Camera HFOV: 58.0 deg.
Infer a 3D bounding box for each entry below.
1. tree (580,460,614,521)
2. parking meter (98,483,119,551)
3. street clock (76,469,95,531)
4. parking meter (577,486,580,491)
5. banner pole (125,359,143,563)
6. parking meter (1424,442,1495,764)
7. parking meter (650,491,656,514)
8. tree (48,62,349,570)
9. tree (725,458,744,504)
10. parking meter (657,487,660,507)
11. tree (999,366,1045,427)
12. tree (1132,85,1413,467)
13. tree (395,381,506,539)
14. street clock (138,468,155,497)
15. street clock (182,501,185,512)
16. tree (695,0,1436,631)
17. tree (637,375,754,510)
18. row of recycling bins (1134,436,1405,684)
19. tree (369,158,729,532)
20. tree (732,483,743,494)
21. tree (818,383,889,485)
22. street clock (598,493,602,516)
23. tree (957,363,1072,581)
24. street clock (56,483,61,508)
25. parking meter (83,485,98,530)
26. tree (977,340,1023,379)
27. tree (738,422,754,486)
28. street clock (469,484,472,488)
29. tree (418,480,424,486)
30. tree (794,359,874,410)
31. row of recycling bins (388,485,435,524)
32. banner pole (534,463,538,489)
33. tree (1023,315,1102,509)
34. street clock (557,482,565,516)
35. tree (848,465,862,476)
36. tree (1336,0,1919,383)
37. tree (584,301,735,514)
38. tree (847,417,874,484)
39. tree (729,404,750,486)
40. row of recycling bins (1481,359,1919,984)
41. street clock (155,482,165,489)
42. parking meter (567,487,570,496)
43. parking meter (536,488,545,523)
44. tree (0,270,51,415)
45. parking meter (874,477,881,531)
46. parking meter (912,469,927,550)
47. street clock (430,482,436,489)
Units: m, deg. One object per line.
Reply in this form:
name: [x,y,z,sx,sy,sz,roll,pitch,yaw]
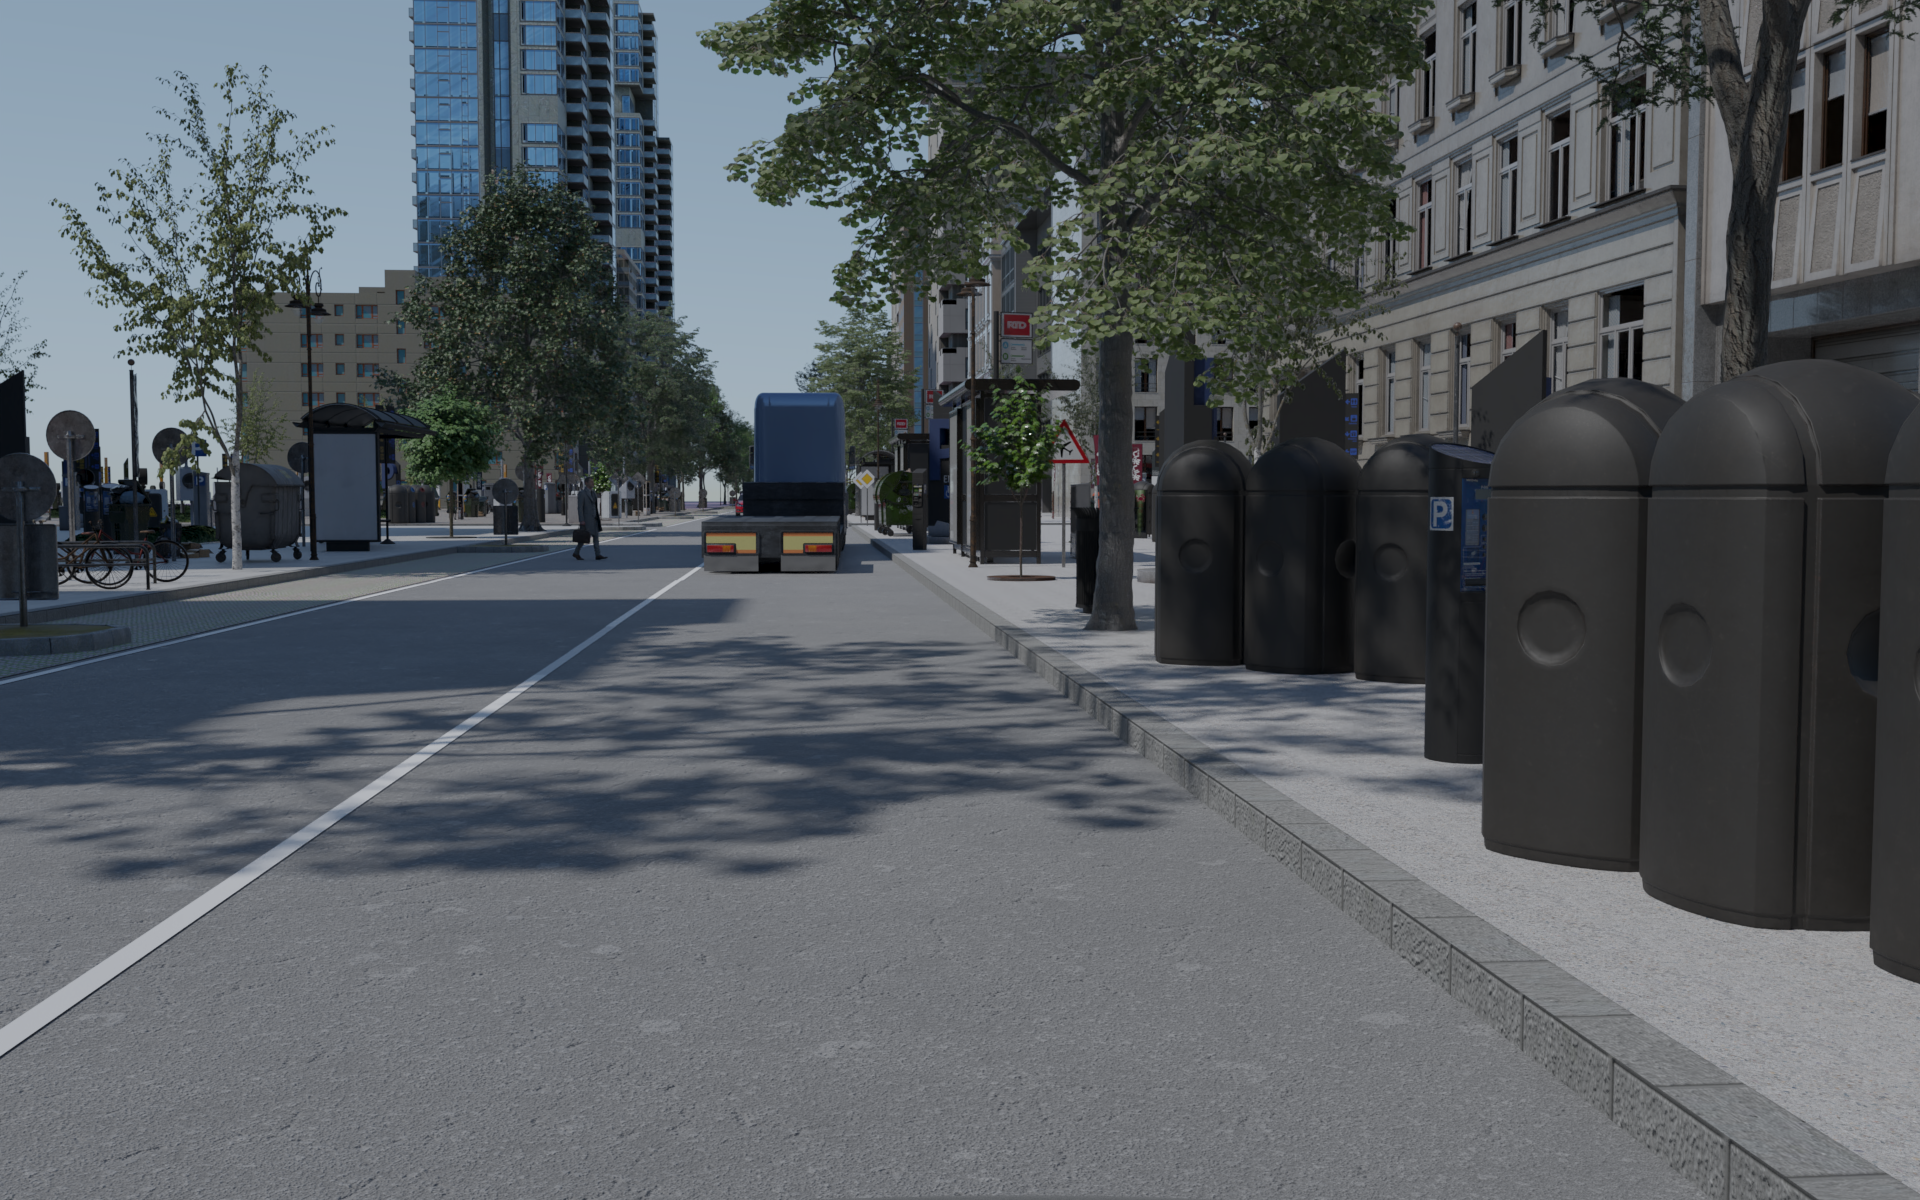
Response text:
tree: [-17.352,-5.472,84.061,1.663,3.219,1.824,0,3,0]
parking meter: [-19.265,-1.890,39.316,0.372,1.533,0.369,0,3,0]
street clock: [-25.153,-2.770,49.856,0.471,2.002,0.358,-1,4,-21]
parking meter: [-28.930,-7.708,131.743,0.399,1.863,0.255,-3,5,-45]
banner pole: [-15.212,-2.566,31.967,0.401,3.779,0.863,-2,4,-33]
parking meter: [2.443,0.003,8.357,0.372,1.533,0.369,0,3,0]
parking meter: [-19.714,-6.212,109.970,0.372,1.533,0.369,0,3,0]
tree: [-12.509,-4.819,29.149,4.737,8.622,4.395,0,3,0]
tree: [-30.374,-16.940,227.325,4.360,8.622,3.978,0,3,0]
parking meter: [-25.722,-8.709,148.096,0.255,1.863,0.399,0,4,1]
tree: [2.808,-9.184,100.518,4.737,8.622,4.395,0,3,0]
tree: [5.254,-4.816,29.107,4.360,8.622,3.978,0,3,0]
tree: [-14.933,-4.080,50.420,4.285,4.588,4.351,0,3,0]
street clock: [-22.667,-2.661,48.085,0.358,2.002,0.471,-1,4,-22]
street clock: [-43.282,-5.616,96.392,0.358,2.002,0.471,-1,4,-16]
tree: [1.358,-6.015,16.466,7.486,12.596,7.792,0,3,0]
tree: [-23.221,-13.324,143.606,9.928,11.665,9.643,0,3,0]
row of recycling bins: [2.902,-0.321,12.355,3.534,1.692,1.069,3,5,40]
tree: [-14.900,-8.710,59.414,9.611,12.733,9.660,0,3,0]
tree: [-33.351,-16.165,258.899,1.663,3.219,1.824,0,3,0]
tree: [-11.102,-15.964,171.382,12.009,13.543,11.850,0,3,0]
street clock: [-21.100,-5.948,101.824,0.471,2.002,0.358,0,4,-1]
tree: [0.779,-1.910,25.825,1.663,3.219,1.824,0,3,0]
street clock: [-58.262,-6.566,111.921,0.358,2.002,0.471,-1,4,-16]
parking meter: [-23.250,-2.323,46.391,0.372,1.533,0.369,0,3,0]
tree: [1.816,-7.905,79.616,4.360,8.622,3.978,0,3,0]
tree: [-37.572,-24.571,308.396,9.857,13.997,8.962,0,3,0]
street clock: [-35.173,-7.305,124.010,0.358,2.002,0.471,1,4,22]
tree: [-37.712,-10.455,121.301,4.737,8.622,4.395,0,3,0]
tree: [-14.065,-22.166,218.307,12.611,20.169,13.585,0,3,0]
row of recycling bins: [-24.254,-4.243,76.483,1.069,1.692,3.534,1,4,8]
banner pole: [-19.738,-5.518,80.236,0.863,3.779,0.401,2,4,33]
tree: [5.199,-7.235,68.647,4.360,8.622,3.978,0,3,0]
street clock: [-23.672,-6.041,103.341,0.358,2.002,0.471,2,4,34]
tree: [-18.095,-19.727,248.297,9.928,11.665,9.643,0,3,0]
tree: [2.918,-4.421,6.704,7.601,10.594,8.767,-3,5,-40]
tree: [-20.406,-12.638,113.284,9.857,13.997,8.962,0,3,0]
tree: [-7.544,-11.115,132.086,4.737,8.622,4.395,0,3,0]
tree: [-24.987,-15.236,166.115,9.611,12.733,9.660,0,3,0]
row of recycling bins: [2.818,0.131,4.970,1.069,1.692,3.534,-1,4,-23]
street clock: [-46.335,-5.875,100.623,0.358,2.002,0.471,-1,4,-10]
parking meter: [-32.314,-8.369,142.544,0.399,1.863,0.255,3,5,45]
parking meter: [-18.836,-4.247,77.849,0.372,1.533,0.369,0,3,0]
tree: [-30.037,-6.262,52.754,4.360,8.622,3.978,0,3,0]
parking meter: [-2.804,-3.371,60.820,0.399,1.863,0.255,-1,4,-14]
parking meter: [-0.926,-2.079,39.711,0.255,1.863,0.399,1,4,15]
street clock: [-32.633,-6.270,107.084,0.471,2.002,0.358,0,4,-2]
